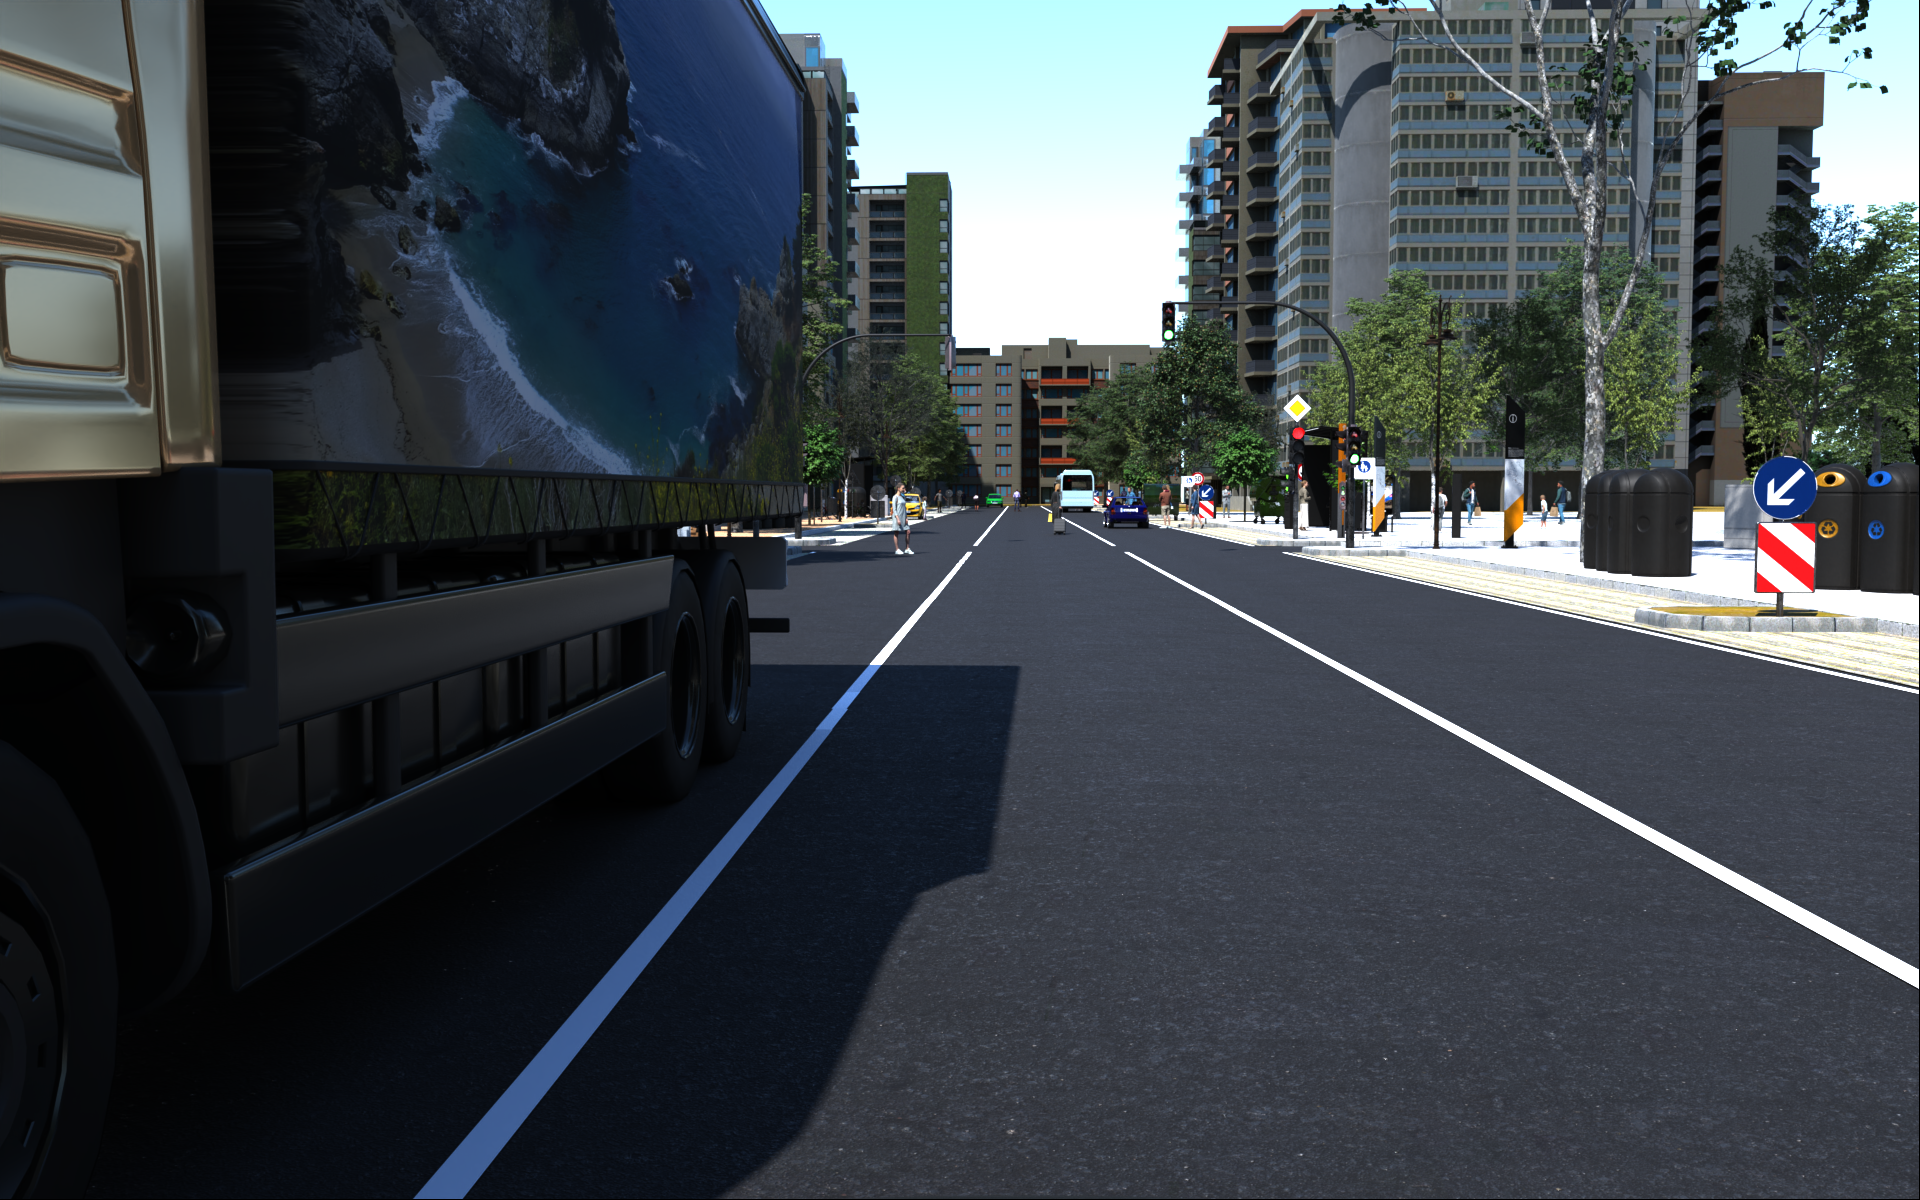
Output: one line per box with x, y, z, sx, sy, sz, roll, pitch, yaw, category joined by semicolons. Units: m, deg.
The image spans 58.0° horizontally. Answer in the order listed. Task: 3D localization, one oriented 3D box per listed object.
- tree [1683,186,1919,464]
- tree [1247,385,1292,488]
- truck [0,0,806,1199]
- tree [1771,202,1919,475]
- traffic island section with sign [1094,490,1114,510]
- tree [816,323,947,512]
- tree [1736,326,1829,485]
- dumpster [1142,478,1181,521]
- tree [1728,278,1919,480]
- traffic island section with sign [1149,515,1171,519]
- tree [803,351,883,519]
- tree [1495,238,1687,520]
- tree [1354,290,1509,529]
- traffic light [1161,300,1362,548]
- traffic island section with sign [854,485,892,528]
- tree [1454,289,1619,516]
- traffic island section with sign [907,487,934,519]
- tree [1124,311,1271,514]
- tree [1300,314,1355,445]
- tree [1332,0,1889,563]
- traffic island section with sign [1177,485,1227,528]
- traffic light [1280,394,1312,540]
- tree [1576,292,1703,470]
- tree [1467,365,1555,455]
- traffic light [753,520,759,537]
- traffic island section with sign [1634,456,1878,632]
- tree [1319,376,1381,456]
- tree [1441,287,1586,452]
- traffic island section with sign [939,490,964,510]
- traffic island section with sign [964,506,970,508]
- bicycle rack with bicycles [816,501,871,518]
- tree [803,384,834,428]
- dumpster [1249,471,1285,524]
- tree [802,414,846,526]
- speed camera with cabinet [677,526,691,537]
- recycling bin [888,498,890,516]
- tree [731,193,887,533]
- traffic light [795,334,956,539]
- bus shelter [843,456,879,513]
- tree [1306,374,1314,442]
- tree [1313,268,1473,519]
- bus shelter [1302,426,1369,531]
25.847;-7.274;53.341;7.601;10.594;8.767;-2;4;-24;tree
20.579;-10.218;117.419;4.360;8.622;3.978;0;3;0;tree
-2.530;-1.046;6.016;2.839;4.237;11.283;0;4;3;truck
35.882;-9.141;67.578;7.486;12.596;7.792;0;3;0;tree
12.942;-8.709;151.019;1.989;1.847;2.006;0;4;2;traffic island section with sign
-5.395;-13.042;123.610;12.009;13.543;11.850;0;3;0;tree
36.106;-7.702;76.284;4.737;8.622;4.395;0;3;0;tree
10.704;-5.337;92.208;1.985;2.255;1.502;0;4;1;dumpster
56.588;-12.609;107.983;18.604;14.587;13.155;-1;4;-19;tree
11.267;-5.658;101.136;1.989;1.847;2.006;0;4;2;traffic island section with sign
-5.931;-8.512;89.527;4.360;8.622;3.978;0;3;0;tree
31.655;-11.043;87.203;9.857;13.997;8.962;0;3;0;tree
17.541;-6.896;63.111;4.737;8.622;4.395;0;3;0;tree
7.102;-4.044;40.790;4.771;5.953;1.251;0;4;2;traffic light
-3.469;-4.001;74.038;1.989;1.847;2.006;0;4;2;traffic island section with sign
34.022;-11.773;102.864;12.009;13.543;11.850;0;3;0;tree
-2.550;-5.674;101.401;1.989;1.847;2.006;0;4;2;traffic island section with sign
14.885;-11.728;108.762;9.611;12.733;9.660;0;3;0;tree
16.852;-7.351;70.544;4.737;8.622;4.395;0;3;0;tree
10.743;-10.701;30.858;12.611;20.169;13.585;0;3;0;tree
10.357;-4.010;74.196;1.989;1.847;2.006;0;4;2;traffic island section with sign
9.464;-3.665;48.842;0.839;4.253;0.868;0;4;2;traffic light
24.819;-6.923;63.560;4.737;8.622;4.395;0;3;0;tree
37.370;-11.606;115.513;9.928;11.665;9.643;0;3;0;tree
-4.858;-3.205;41.317;0.839;4.253;0.868;0;4;2;traffic light
8.495;-0.621;18.789;1.989;1.847;2.006;0;4;2;traffic island section with sign
24.384;-9.705;109.034;4.360;8.622;3.978;0;3;0;tree
25.245;-8.740;77.317;7.601;10.594;8.767;-3;5;-44;tree
-0.876;-8.715;151.124;1.989;1.847;2.006;0;4;2;traffic island section with sign
0.027;-10.365;178.095;1.989;1.847;2.006;0;4;2;traffic island section with sign
-6.096;-5.007;95.242;2.925;0.926;2.852;2;4;29;bicycle rack with bicycles
-10.248;-9.933;112.762;4.737;8.622;4.395;0;3;0;tree
13.203;-4.356;73.715;1.502;2.255;1.985;0;4;2;dumpster
-6.122;-5.309;70.518;4.285;4.588;4.351;0;3;0;tree
-7.530;-2.886;41.519;2.038;3.252;0.660;-1;4;-19;speed camera with cabinet
-4.597;-5.518;102.780;0.722;1.027;0.722;1;4;20;recycling bin
-7.416;-8.537;57.702;7.486;12.596;7.792;0;3;0;tree
-2.496;-4.562;49.262;4.771;5.953;1.251;0;4;2;traffic light
-6.264;-7.248;109.780;1.731;3.624;6.357;0;4;2;bus shelter
27.357;-12.298;119.202;7.486;12.596;7.792;0;3;0;tree
22.163;-10.325;86.942;7.486;12.596;7.792;0;3;0;tree
13.356;-4.366;62.661;1.731;3.624;6.357;0;4;2;bus shelter
